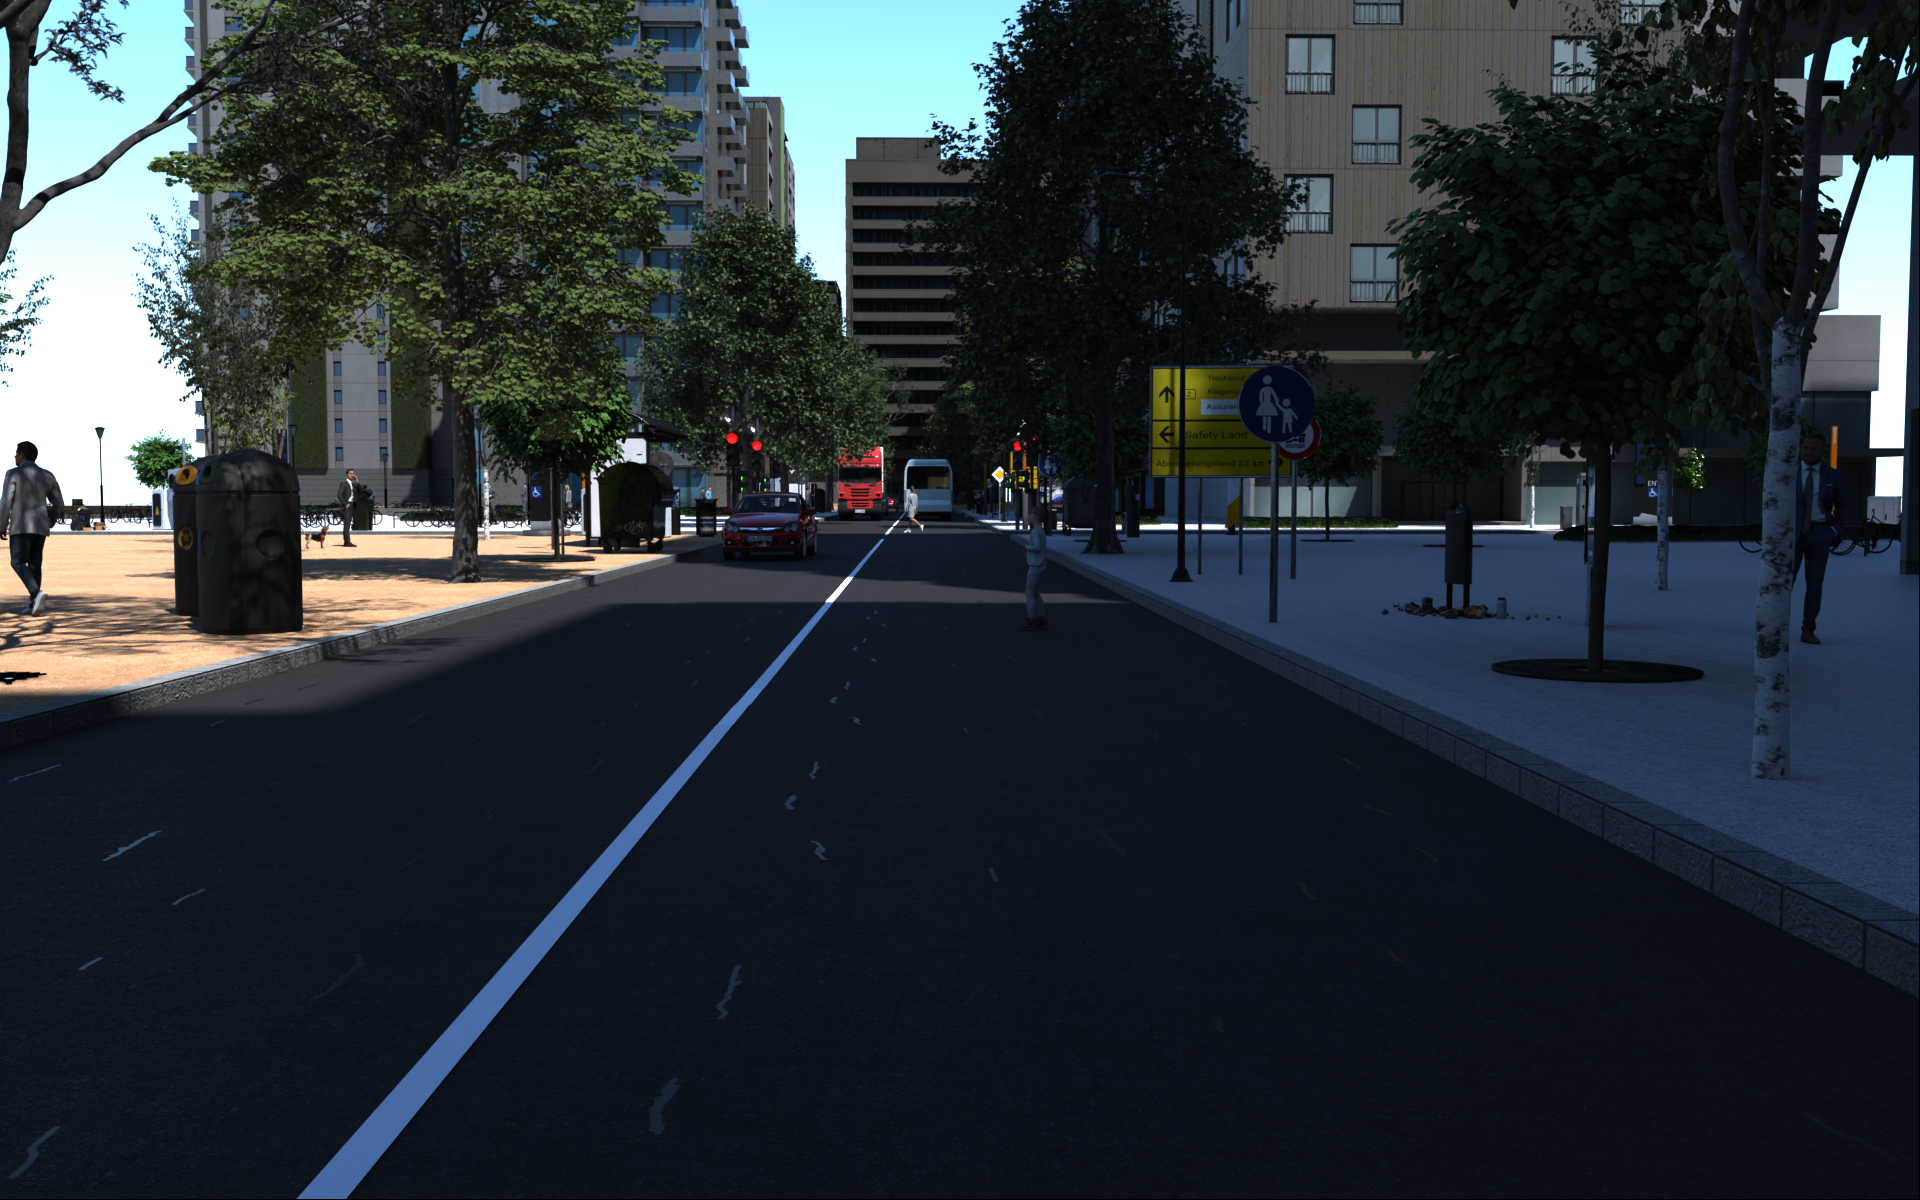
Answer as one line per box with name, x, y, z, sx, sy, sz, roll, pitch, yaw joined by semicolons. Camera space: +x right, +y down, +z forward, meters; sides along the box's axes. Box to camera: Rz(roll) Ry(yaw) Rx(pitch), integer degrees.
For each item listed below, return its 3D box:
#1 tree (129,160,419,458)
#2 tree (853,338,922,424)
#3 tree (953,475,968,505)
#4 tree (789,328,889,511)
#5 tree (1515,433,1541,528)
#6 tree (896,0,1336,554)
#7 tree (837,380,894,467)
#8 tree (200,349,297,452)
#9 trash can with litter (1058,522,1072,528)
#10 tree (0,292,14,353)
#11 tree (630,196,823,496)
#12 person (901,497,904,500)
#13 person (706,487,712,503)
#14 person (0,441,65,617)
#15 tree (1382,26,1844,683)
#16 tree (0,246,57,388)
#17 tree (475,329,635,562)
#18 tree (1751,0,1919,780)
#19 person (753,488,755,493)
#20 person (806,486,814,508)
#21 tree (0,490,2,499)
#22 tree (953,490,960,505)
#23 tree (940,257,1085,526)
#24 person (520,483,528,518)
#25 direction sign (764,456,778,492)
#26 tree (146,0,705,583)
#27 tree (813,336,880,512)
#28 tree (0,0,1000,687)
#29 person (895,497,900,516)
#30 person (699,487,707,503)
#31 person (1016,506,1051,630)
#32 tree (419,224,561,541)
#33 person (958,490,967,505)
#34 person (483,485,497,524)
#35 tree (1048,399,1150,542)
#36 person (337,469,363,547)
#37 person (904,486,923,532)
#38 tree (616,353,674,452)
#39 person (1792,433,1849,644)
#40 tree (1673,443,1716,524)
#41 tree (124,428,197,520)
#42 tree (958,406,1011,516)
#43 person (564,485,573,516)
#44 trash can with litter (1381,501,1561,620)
tree;-14.237;-5.206;35.475;4.360;8.622;3.978;0;3;0
tree;-10.886;-21.539;208.050;12.611;20.169;13.585;0;3;0
tree;-0.182;-13.090;197.734;4.285;4.588;4.351;0;3;0
tree;-10.118;-13.832;132.804;9.857;13.997;8.962;0;3;0
tree;21.391;-7.025;65.214;4.360;8.622;3.978;0;3;0
tree;3.148;-7.351;37.189;9.611;12.733;9.660;0;3;0
tree;-9.496;-13.559;147.439;9.928;11.665;9.643;0;3;0
tree;-34.443;-8.212;84.630;4.737;8.622;4.395;0;3;0
trash can with litter;4.096;-3.395;66.560;1.678;1.210;2.233;1;4;16
tree;-29.324;-7.816;45.924;7.486;12.596;7.792;0;3;0
tree;-8.345;-9.169;66.913;9.611;12.733;9.660;0;3;0
person;-4.311;-8.019;140.287;0.721;1.739;1.217;3;5;41
person;-18.121;-7.256;124.701;0.620;1.820;0.660;1;4;17
person;-9.768;-0.757;18.274;0.795;1.843;0.661;2;4;34
tree;4.515;-1.746;12.268;4.285;4.588;4.351;0;3;0
tree;-21.970;-5.293;36.898;4.360;8.622;3.978;0;3;0
tree;-7.711;-3.026;33.197;4.285;4.588;4.351;0;3;0
tree;3.908;-3.502;7.625;4.737;8.622;4.395;0;3;0
person;-17.050;-8.333;142.297;1.348;1.824;0.705;0;4;-2
person;-9.443;-6.214;108.000;0.716;1.782;0.532;-1;4;-11
tree;-63.245;-11.969;97.517;13.155;14.587;18.604;-1;4;-8
tree;-0.549;-12.975;206.738;1.663;3.219;1.824;0;3;0
tree;2.903;-9.280;69.851;7.486;12.596;7.792;0;3;0
person;-21.814;-4.948;86.744;0.447;1.846;0.655;1;4;22
direction sign;-9.315;-5.796;86.769;0.379;3.537;0.876;-2;4;-34
tree;-7.540;-6.544;25.123;7.486;12.596;7.792;0;3;0
tree;-9.141;-12.447;121.642;7.486;12.596;7.792;0;3;0
tree;-6.894;-6.191;11.601;12.009;13.543;11.850;0;3;0
person;-4.126;-6.196;114.493;0.332;1.250;0.352;-3;5;-43
person;-19.952;-7.877;134.799;0.622;1.834;0.822;-1;4;-15
person;0.776;-0.336;18.278;0.394;1.301;0.425;0;4;-7
tree;-12.808;-5.944;47.543;4.360;8.622;3.978;0;3;0
person;0.358;-12.408;208.908;1.348;1.824;0.705;0;4;-4
person;-20.382;-4.238;75.134;0.655;1.846;0.447;1;4;12
tree;3.811;-3.856;46.753;4.285;4.588;4.351;0;3;0
person;-14.862;-2.255;42.272;0.474;1.900;0.648;0;4;2
person;-1.726;-3.381;64.526;0.760;1.731;0.466;0;4;7
tree;-15.711;-8.436;88.296;4.360;8.622;3.978;0;3;0
person;7.268;-0.533;14.933;0.721;1.800;0.419;1;4;15
tree;27.448;-4.283;64.629;1.663;3.219;1.824;0;3;0
tree;-39.739;-6.265;86.148;4.285;4.588;4.351;0;3;0
tree;2.570;-9.184;100.520;4.360;8.622;3.978;0;3;0
person;-21.564;-5.455;95.416;0.709;1.800;0.728;3;4;37
trash can with litter;5.319;-0.461;18.602;1.678;1.210;2.233;0;4;-4
